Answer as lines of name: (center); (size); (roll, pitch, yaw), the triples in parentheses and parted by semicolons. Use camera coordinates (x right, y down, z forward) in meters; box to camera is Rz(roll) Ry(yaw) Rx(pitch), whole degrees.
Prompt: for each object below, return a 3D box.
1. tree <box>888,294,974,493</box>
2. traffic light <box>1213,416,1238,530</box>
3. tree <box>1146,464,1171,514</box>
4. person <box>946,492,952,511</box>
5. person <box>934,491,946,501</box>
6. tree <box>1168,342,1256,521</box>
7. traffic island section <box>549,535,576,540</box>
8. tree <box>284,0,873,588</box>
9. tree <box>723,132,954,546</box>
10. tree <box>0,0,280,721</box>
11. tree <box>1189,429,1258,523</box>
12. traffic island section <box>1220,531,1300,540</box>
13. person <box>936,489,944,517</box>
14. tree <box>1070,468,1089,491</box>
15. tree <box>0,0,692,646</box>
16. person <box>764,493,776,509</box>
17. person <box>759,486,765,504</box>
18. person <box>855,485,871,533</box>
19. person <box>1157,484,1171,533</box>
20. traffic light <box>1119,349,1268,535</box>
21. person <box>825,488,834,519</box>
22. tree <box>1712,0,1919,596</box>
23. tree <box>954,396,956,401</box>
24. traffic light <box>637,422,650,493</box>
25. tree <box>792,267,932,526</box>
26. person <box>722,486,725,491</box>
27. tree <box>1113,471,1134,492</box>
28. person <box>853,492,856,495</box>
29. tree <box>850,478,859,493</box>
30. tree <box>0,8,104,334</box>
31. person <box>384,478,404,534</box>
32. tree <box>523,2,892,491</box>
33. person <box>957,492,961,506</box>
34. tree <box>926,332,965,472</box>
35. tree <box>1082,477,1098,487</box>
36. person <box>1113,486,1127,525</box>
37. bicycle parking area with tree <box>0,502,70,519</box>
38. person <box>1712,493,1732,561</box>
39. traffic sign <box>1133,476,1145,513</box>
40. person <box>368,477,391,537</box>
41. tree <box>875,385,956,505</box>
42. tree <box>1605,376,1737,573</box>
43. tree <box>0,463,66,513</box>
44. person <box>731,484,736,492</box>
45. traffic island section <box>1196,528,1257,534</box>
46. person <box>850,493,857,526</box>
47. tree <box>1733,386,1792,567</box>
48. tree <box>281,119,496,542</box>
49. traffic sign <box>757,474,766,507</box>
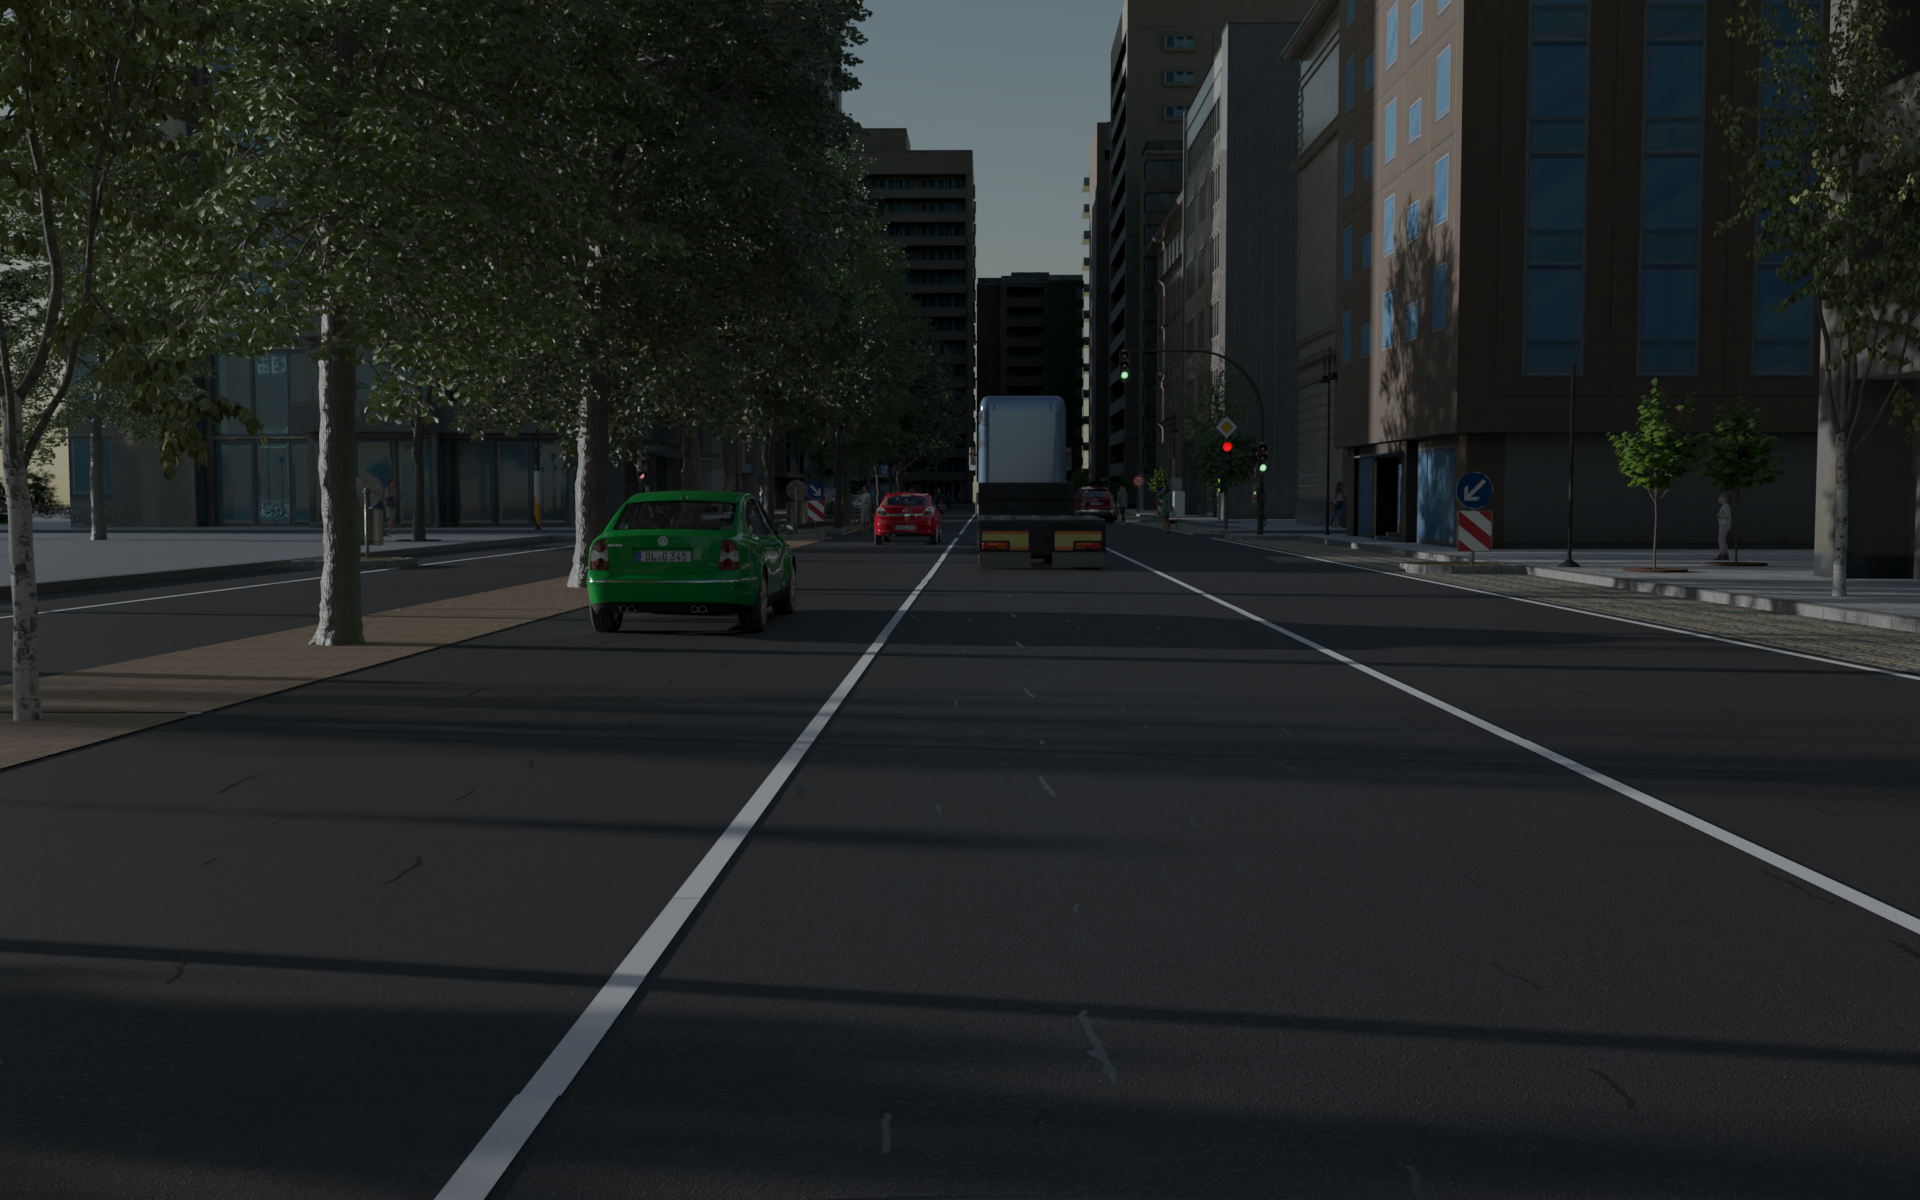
tree: (-4.216, -11.749, 104.927); (12.009, 13.543, 11.850); (0, 3, 0)
traffic light: (9.604, -4.508, 62.629); (0.839, 4.253, 0.868); (0, 4, 1)
tree: (12.792, -7.130, 111.175); (1.663, 3.219, 1.824); (0, 3, 0)
person: (-0.933, -8.539, 149.575); (0.593, 1.643, 0.415); (2, 4, 25)
person: (-1.746, -8.853, 154.041); (1.217, 1.735, 0.721); (-1, 4, -18)
tree: (12.222, -8.111, 82.976); (4.737, 8.622, 4.395); (0, 3, 0)
traffic island section: (-11.733, -2.009, 55.131); (2.009, 0.180, 2.903); (0, 4, 1)
tree: (-5.688, -7.170, 26.338); (9.857, 13.997, 8.962); (0, 3, 0)
tree: (-5.151, -7.270, 47.076); (9.928, 11.665, 9.643); (0, 3, 0)
tree: (-5.853, -3.524, 10.442); (4.737, 8.622, 4.395); (0, 3, 0)
tree: (11.849, -5.740, 77.564); (4.285, 4.588, 4.351); (0, 3, 0)
traffic island section: (9.505, -1.986, 54.758); (2.009, 0.180, 2.903); (0, 4, 1)
person: (-1.273, -6.018, 107.309); (0.576, 1.772, 0.534); (3, 4, 36)
tree: (15.197, -14.179, 215.541); (4.285, 4.588, 4.351); (0, 3, 0)
tree: (-5.990, -5.868, 16.525); (7.486, 12.596, 7.792); (0, 3, 0)
person: (-8.121, -4.009, 74.063); (0.555, 1.821, 0.388); (-2, 4, -23)
person: (-13.626, -6.947, 119.653); (0.654, 1.822, 0.581); (-1, 4, -21)
person: (-3.523, -3.308, 63.156); (0.480, 1.755, 0.524); (3, 5, 42)
person: (7.542, -3.336, 63.283); (0.529, 1.795, 0.600); (-2, 4, -31)
traffic light: (7.372, -4.885, 54.540); (4.771, 5.953, 1.251); (0, 4, 1)
person: (-7.621, -5.601, 100.556); (0.515, 1.767, 0.782); (-1, 4, -17)
tree: (11.085, -4.340, 21.320); (4.737, 8.622, 4.395); (0, 3, 0)
tree: (-4.739, -8.552, 68.044); (9.928, 11.665, 9.643); (0, 3, 0)
traffic light: (-9.462, -5.401, 62.978); (4.771, 5.953, 1.251); (0, 4, 1)
tree: (-5.137, -9.555, 76.814); (7.486, 12.596, 7.792); (0, 3, 0)
person: (-15.116, -6.401, 111.126); (0.534, 1.772, 0.576); (-1, 4, -19)
tree: (13.683, -9.304, 146.725); (1.663, 3.219, 1.824); (0, 3, 0)
person: (-11.840, -11.683, 197.024); (0.705, 1.831, 1.348); (2, 4, 34)
tree: (-11.758, -11.552, 183.478); (1.663, 3.219, 1.824); (0, 3, 0)
tree: (-15.056, -5.322, 21.424); (7.601, 10.594, 8.767); (1, 4, 13)
person: (-18.060, -2.982, 55.152); (0.532, 1.782, 0.716); (0, 4, 5)
tree: (-5.807, -7.201, 37.203); (9.611, 12.733, 9.660); (0, 3, 0)
person: (-0.141, -11.860, 203.197); (0.721, 1.735, 1.217); (-1, 4, -19)
tree: (-4.614, -10.153, 85.468); (9.611, 12.733, 9.660); (0, 3, 0)
tree: (14.382, -11.949, 189.970); (1.663, 3.219, 1.824); (0, 3, 0)
person: (7.430, -4.348, 79.764); (0.709, 1.800, 0.728); (-2, 4, -28)
bicycle parking area with tree: (-54.827, -6.685, 96.309); (9.016, 4.147, 8.231); (-1, 4, -18)
person: (14.711, -1.412, 33.412); (0.394, 1.301, 0.425); (0, 4, -2)
traffic sign: (12.296, -7.271, 118.991); (0.768, 2.556, 0.104); (0, 4, 4)
person: (-17.614, -2.818, 52.298); (0.721, 1.800, 0.419); (1, 4, 23)
tree: (-4.352, -9.634, 94.391); (8.767, 10.594, 7.601); (0, 4, 1)
tree: (11.460, -2.088, 28.733); (1.663, 3.219, 1.824); (0, 3, 0)
tree: (-68.294, -12.978, 114.005); (13.155, 14.587, 18.604); (0, 4, -6)
person: (-14.205, -6.365, 109.470); (0.474, 1.900, 0.648); (1, 4, 21)
traffic island section: (9.643, -2.475, 62.742); (2.009, 0.180, 2.903); (0, 4, 1)
person: (-4.969, -4.233, 78.049); (0.599, 1.781, 0.374); (0, 4, 3)
tree: (13.831, -2.229, 31.047); (1.663, 3.219, 1.824); (0, 3, 0)
tree: (-14.620, -7.404, 46.810); (9.928, 11.665, 9.643); (0, 3, 0)
traffic sign: (-12.458, -6.684, 109.394); (0.768, 2.556, 0.104); (0, 4, 5)
